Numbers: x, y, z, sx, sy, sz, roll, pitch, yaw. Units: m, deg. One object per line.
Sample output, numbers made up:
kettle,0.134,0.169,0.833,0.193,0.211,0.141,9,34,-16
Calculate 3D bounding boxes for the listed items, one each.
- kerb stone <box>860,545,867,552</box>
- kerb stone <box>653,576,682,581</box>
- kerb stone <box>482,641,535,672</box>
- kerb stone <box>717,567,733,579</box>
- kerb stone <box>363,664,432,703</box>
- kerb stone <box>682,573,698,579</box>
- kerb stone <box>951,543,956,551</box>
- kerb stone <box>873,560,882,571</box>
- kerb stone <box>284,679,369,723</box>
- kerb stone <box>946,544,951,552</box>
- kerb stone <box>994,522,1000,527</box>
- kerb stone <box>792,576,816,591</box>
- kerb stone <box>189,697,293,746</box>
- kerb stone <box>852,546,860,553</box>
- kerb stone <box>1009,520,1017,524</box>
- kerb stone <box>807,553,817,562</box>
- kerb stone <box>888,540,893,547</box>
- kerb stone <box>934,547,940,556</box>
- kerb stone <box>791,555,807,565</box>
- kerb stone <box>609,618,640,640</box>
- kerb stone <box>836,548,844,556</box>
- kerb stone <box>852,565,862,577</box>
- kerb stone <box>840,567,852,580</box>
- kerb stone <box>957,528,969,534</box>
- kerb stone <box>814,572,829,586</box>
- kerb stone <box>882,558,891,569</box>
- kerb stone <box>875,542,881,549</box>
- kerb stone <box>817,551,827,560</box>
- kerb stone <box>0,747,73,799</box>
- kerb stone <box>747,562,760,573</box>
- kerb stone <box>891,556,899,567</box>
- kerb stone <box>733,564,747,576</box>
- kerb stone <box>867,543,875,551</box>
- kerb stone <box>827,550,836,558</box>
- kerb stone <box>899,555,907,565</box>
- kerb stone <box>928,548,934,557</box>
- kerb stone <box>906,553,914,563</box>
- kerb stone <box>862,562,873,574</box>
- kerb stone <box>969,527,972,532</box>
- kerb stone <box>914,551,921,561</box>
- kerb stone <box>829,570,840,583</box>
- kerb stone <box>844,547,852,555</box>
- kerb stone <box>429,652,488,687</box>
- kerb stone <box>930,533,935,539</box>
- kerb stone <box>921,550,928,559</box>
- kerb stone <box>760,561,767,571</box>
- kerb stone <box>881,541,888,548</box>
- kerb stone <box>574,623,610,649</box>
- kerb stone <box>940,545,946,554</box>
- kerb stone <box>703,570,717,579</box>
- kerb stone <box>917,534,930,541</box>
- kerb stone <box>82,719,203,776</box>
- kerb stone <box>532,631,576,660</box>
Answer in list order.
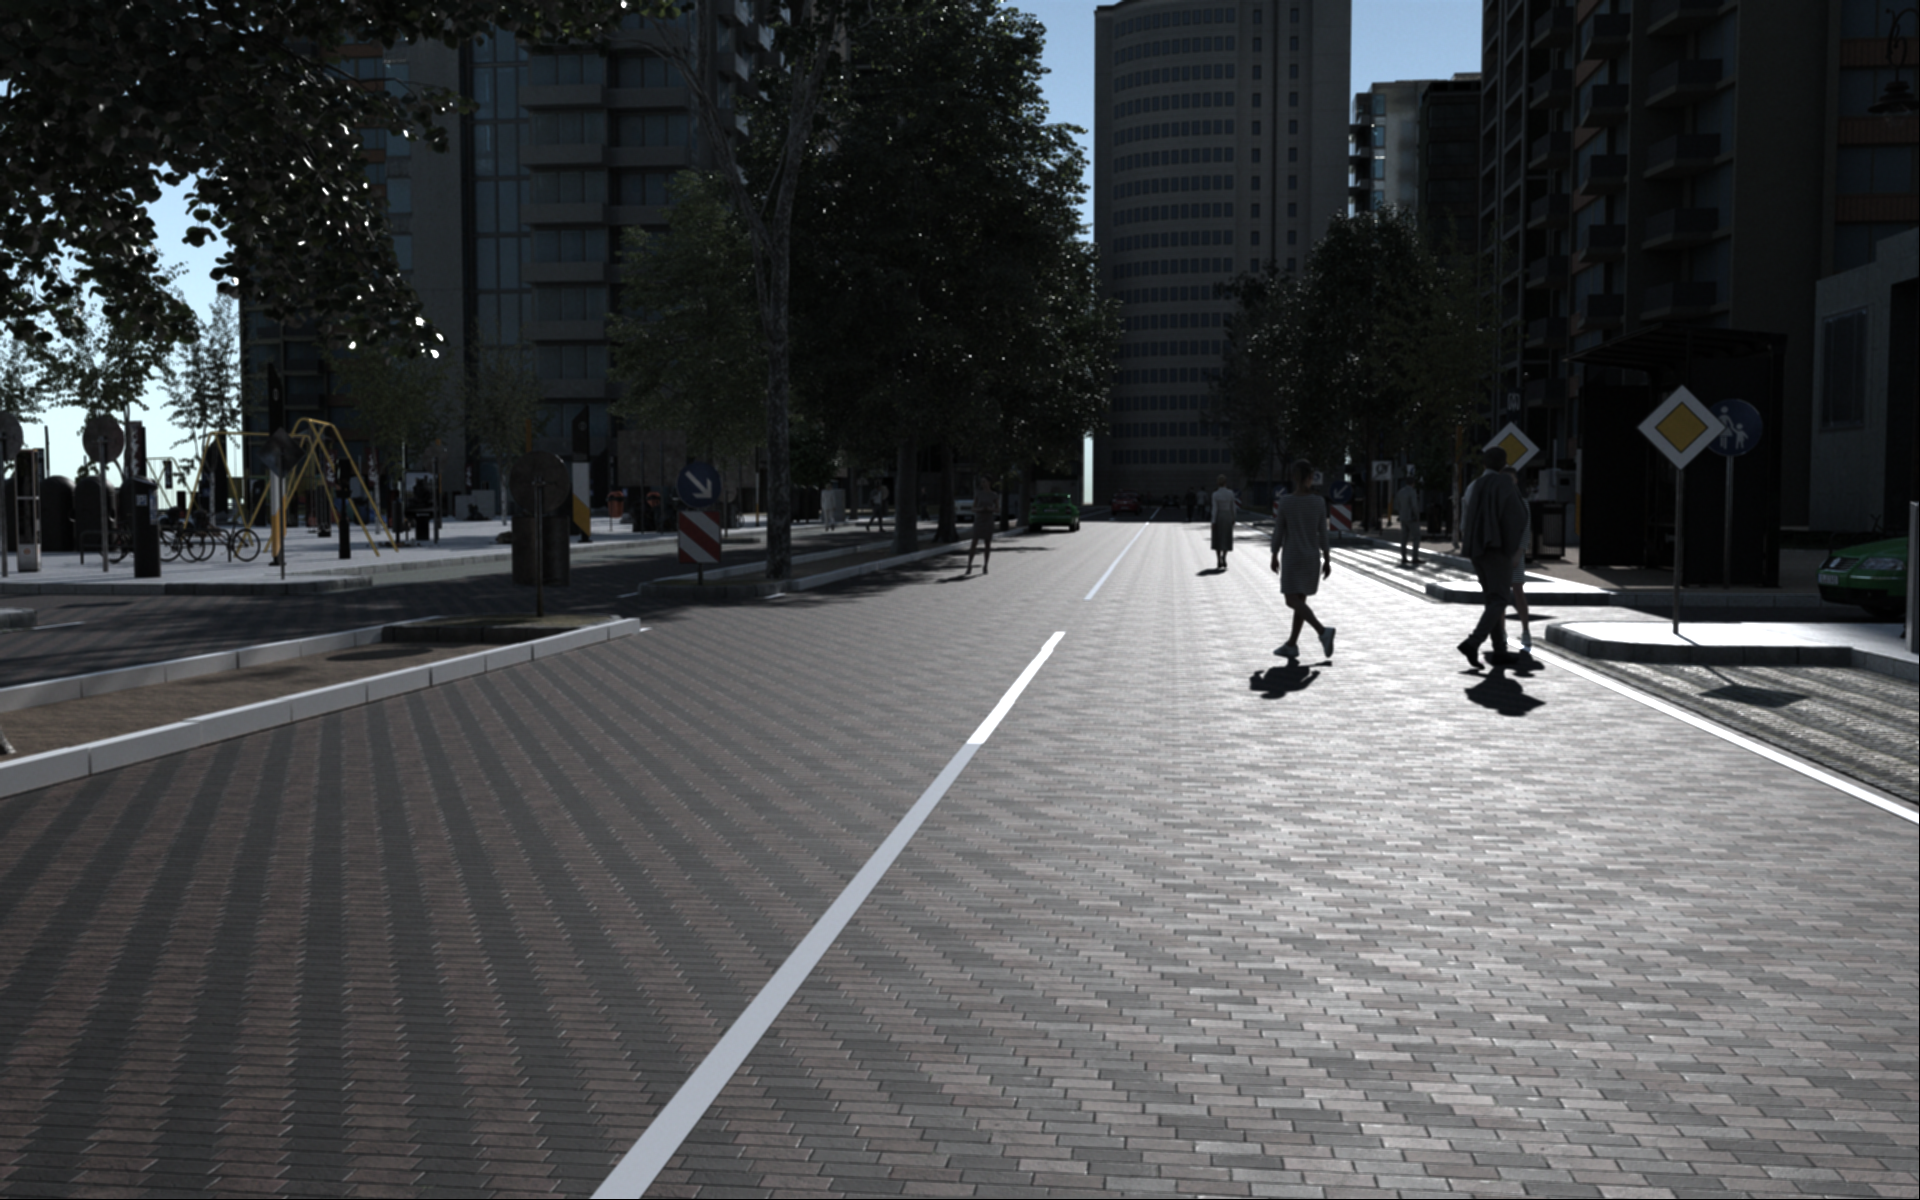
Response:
kerb stone,-2.487,-1.245,42.665,0.120,0.150,1.000,0,4,7
kerb stone,-4.464,-0.256,26.375,0.120,0.150,1.000,0,4,7
kerb stone,-3.801,0.477,14.403,0.120,0.150,1.000,0,4,7
kerb stone,-4.089,-0.441,29.434,0.120,0.150,1.000,0,4,7
kerb stone,-4.055,0.601,12.365,0.120,0.150,1.000,0,4,7
kerb stone,-4.338,-0.313,27.392,0.120,0.150,1.000,0,4,7
kerb stone,-0.284,-1.298,43.411,0.120,0.150,1.000,0,4,7
kerb stone,-1.646,-0.613,32.220,0.120,0.150,1.000,0,4,7
kerb stone,-4.179,0.664,11.346,0.120,0.150,1.000,0,4,7
kerb stone,-0.400,-1.235,42.396,0.120,0.150,1.000,0,4,7
kerb stone,1.716,-3.364,77.242,0.120,0.150,1.000,0,4,7
kerb stone,-2.378,-0.240,26.123,0.120,0.150,1.000,0,4,7
kerb stone,-4.301,0.727,10.326,0.120,0.150,1.000,0,4,7
kerb stone,-2.612,-1.186,41.650,0.120,0.150,1.000,0,4,7
kerb stone,2.575,-3.800,84.361,0.120,0.150,1.000,0,4,7
kerb stone,-3.233,-0.875,36.546,0.120,0.150,1.000,0,4,7
kerb stone,-1.994,-1.500,46.727,0.120,0.150,1.000,0,4,7
kerb stone,-0.654,-1.106,40.365,0.120,0.150,1.000,0,4,7
kerb stone,-3.359,-0.814,35.531,0.120,0.150,1.000,0,4,7
kerb stone,-3.433,0.295,17.461,0.120,0.150,1.000,0,4,7
kerb stone,-2.860,-1.065,39.609,0.120,0.150,1.000,0,4,7
kerb stone,-1.896,-0.489,30.191,0.120,0.150,1.000,0,4,7
kerb stone,-2.013,-0.427,29.176,0.120,0.150,1.000,0,4,7
kerb stone,0.104,-2.559,64.032,0.120,0.150,1.000,0,4,7
kerb stone,-2.256,-0.303,27.144,0.120,0.150,1.000,0,4,7
kerb stone,-1.513,-0.675,33.234,0.120,0.150,1.000,0,4,7
kerb stone,-2.239,-1.376,44.697,0.120,0.150,1.000,0,4,7
kerb stone,-3.105,-0.940,37.568,0.120,0.150,1.000,0,4,7
kerb stone,-4.540,0.854,8.296,0.120,0.150,1.000,0,4,7
kerb stone,-3.849,-0.567,31.464,0.120,0.150,1.000,0,4,7
kerb stone,-1.395,-0.736,34.255,0.120,0.150,1.000,0,4,7
kerb stone,-3.976,-0.505,30.449,0.120,0.150,1.000,0,4,7
kerb stone,-2.360,-1.310,43.682,0.120,0.150,1.000,0,4,7
kerb stone,-2.984,-0.997,38.588,0.120,0.150,1.000,0,4,7
kerb stone,-1.273,-0.793,35.275,0.120,0.150,1.000,0,4,7
kerb stone,-0.778,-1.047,39.346,0.120,0.150,1.000,0,4,7
kerb stone,-1.152,-0.862,36.290,0.120,0.150,1.000,0,4,7
kerb stone,-1.758,-0.551,31.204,0.120,0.150,1.000,0,4,7
kerb stone,0.232,-2.621,65.046,0.120,0.150,1.000,0,4,7
kerb stone,-1.016,-0.924,37.303,0.120,0.150,1.000,0,4,7
kerb stone,-2.138,-0.358,28.160,0.120,0.150,1.000,0,4,7
kerb stone,-2.738,-1.127,40.629,0.120,0.150,1.000,0,4,7
kerb stone,-3.926,0.539,13.385,0.120,0.150,1.000,0,4,7
kerb stone,-1.005,-1.999,54.874,0.120,0.150,1.000,0,4,7
kerb stone,-0.900,-0.983,38.327,0.120,0.150,1.000,0,4,7
kerb stone,-3.724,-0.629,32.486,0.120,0.150,1.000,0,4,7
kerb stone,-2.116,-1.438,45.712,0.120,0.150,1.000,0,4,7
kerb stone,-3.561,0.355,16.436,0.120,0.150,1.000,0,4,7
kerb stone,-0.527,-1.172,41.379,0.120,0.150,1.000,0,4,7
kerb stone,-4.215,-0.376,28.416,0.120,0.150,1.000,0,4,7
kerb stone,-1.128,-1.927,53.855,0.120,0.150,1.000,0,4,7
kerb stone,-4.416,0.796,9.311,0.120,0.150,1.000,0,4,7
kerb stone,-3.671,0.418,15.417,0.120,0.150,1.000,0,4,7
